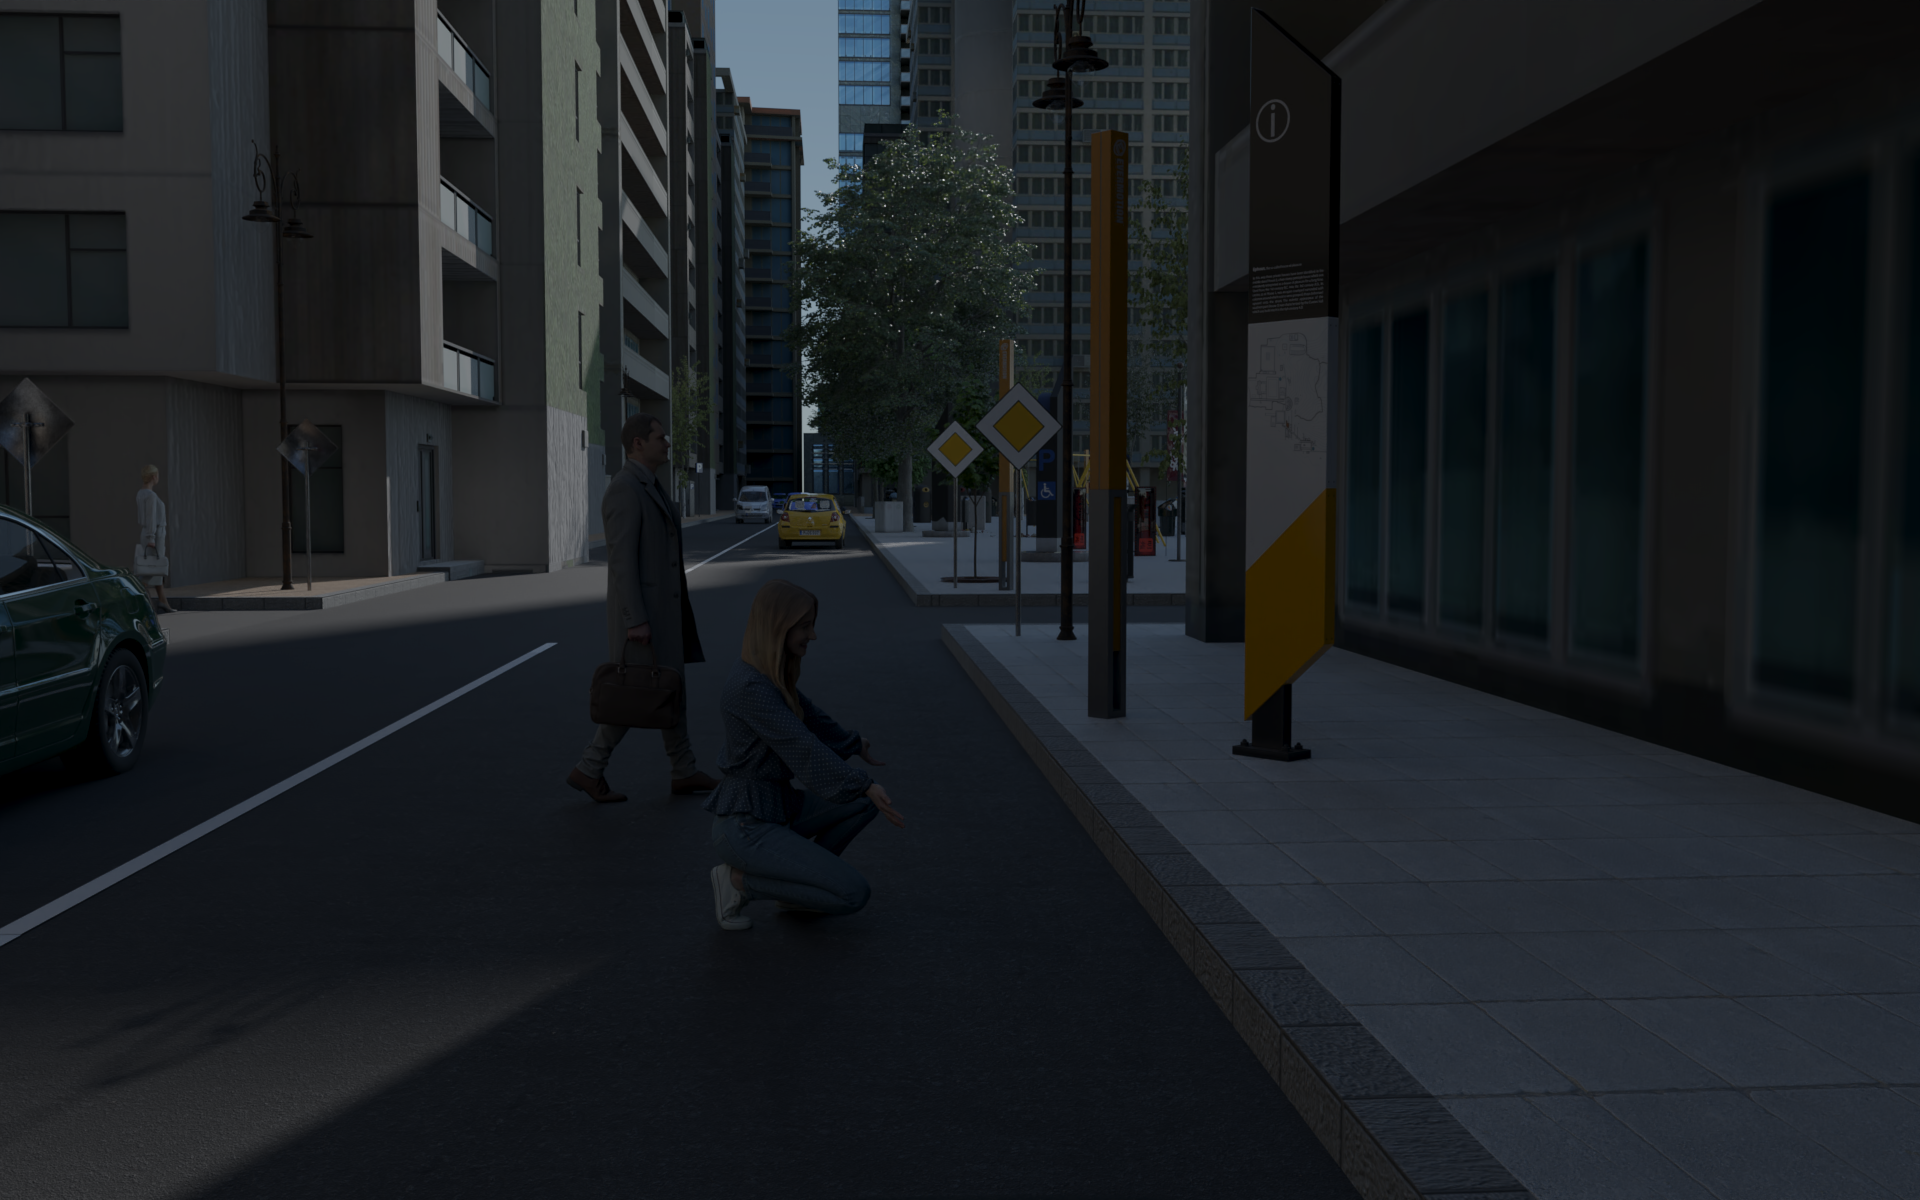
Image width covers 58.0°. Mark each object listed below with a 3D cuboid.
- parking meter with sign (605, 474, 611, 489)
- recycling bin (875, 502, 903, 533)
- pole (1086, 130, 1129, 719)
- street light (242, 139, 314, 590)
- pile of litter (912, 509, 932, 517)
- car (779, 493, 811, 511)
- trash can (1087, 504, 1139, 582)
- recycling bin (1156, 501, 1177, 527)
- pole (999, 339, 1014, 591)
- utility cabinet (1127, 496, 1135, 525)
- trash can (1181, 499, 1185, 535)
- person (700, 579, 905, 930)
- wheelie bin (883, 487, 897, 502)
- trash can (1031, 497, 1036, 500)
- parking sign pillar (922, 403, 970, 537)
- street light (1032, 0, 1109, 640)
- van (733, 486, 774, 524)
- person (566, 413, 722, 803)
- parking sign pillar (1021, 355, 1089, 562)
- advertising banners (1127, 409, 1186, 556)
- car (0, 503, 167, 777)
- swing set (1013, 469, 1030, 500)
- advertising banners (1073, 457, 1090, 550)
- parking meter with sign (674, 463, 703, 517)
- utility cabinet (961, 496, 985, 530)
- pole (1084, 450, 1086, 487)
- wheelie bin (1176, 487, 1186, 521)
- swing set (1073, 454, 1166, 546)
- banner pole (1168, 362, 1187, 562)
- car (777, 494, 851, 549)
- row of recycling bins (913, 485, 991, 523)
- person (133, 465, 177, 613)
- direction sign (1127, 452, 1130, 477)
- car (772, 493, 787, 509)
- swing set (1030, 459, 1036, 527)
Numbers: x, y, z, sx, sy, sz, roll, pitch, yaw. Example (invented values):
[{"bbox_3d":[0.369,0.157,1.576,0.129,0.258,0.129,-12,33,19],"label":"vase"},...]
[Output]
[{"bbox_3d":[-13.192,-4.137,63.907,0.543,3.016,1.738,1,4,19],"label":"parking meter with sign"},{"bbox_3d":[-2.376,-2.770,57.840,0.722,1.027,0.722,-2,4,-30],"label":"recycling bin"},{"bbox_3d":[0.846,-0.980,9.872,0.158,3.312,0.155,0,3,0],"label":"pole"},{"bbox_3d":[-9.032,-3.076,23.085,0.468,5.910,1.993,0,4,-4],"label":"street light"},{"bbox_3d":[-1.845,-5.166,98.429,1.719,0.858,1.176,3,4,36],"label":"pile of litter"},{"bbox_3d":[-7.652,-4.470,82.668,1.945,1.707,3.694,0,4,-6],"label":"car"},{"bbox_3d":[2.227,-0.829,25.206,0.748,1.137,0.748,0,3,0],"label":"trash can"},{"bbox_3d":[7.868,-3.303,66.558,0.722,1.027,0.722,2,4,30],"label":"recycling bin"},{"bbox_3d":[0.615,-1.783,22.996,0.158,3.312,0.155,0,3,0],"label":"pole"},{"bbox_3d":[4.352,-2.149,46.296,1.020,1.237,0.306,-2,4,-24],"label":"utility cabinet"},{"bbox_3d":[7.204,-2.630,54.648,0.748,1.137,0.748,0,3,0],"label":"trash can"},{"bbox_3d":[-0.478,0.497,5.880,0.738,1.151,1.012,0,4,7],"label":"person"},{"bbox_3d":[-3.153,-4.451,80.678,0.980,1.594,0.693,3,5,43],"label":"wheelie bin"},{"bbox_3d":[4.131,-5.256,97.589,0.748,1.137,0.748,0,3,0],"label":"trash can"},{"bbox_3d":[-0.414,-3.870,51.749,1.447,3.967,1.447,-1,4,-23],"label":"parking sign pillar"},{"bbox_3d":[0.940,-2.587,15.090,0.468,5.910,1.993,0,4,-4],"label":"street light"},{"bbox_3d":[-10.148,-4.791,85.338,2.013,2.044,4.112,0,4,-4],"label":"van"},{"bbox_3d":[-1.452,0.029,8.131,0.767,1.812,0.694,0,4,-1],"label":"person"},{"bbox_3d":[1.810,-2.727,33.064,1.447,3.967,1.447,1,4,17],"label":"parking sign pillar"},{"bbox_3d":[3.795,-2.416,35.684,2.074,3.025,0.090,-1,4,-20],"label":"advertising banners"},{"bbox_3d":[-5.084,0.265,7.459,2.131,1.459,4.920,0,4,-4],"label":"car"},{"bbox_3d":[3.633,-4.916,77.999,3.119,2.851,2.862,3,4,37],"label":"swing set"},{"bbox_3d":[2.723,-2.683,40.055,2.074,3.025,0.090,-3,5,-40],"label":"advertising banners"},{"bbox_3d":[-15.310,-6.183,97.360,1.738,3.016,0.543,2,4,32],"label":"parking meter with sign"},{"bbox_3d":[0.392,-3.118,62.144,1.020,1.237,0.306,0,4,7],"label":"utility cabinet"},{"bbox_3d":[5.815,-5.260,79.844,0.158,3.312,0.155,0,3,0],"label":"pole"},{"bbox_3d":[10.172,-4.271,77.734,0.980,1.594,0.693,1,4,9],"label":"wheelie bin"},{"bbox_3d":[3.714,-2.821,43.751,2.862,2.851,3.119,0,4,3],"label":"swing set"},{"bbox_3d":[4.303,-2.636,33.118,0.401,3.779,0.863,2,4,34],"label":"banner pole"},{"bbox_3d":[-3.951,-2.222,46.549,2.015,1.641,3.980,0,4,-3],"label":"car"},{"bbox_3d":[-0.355,-4.288,77.214,3.534,1.692,1.069,0,4,2],"label":"row of recycling bins"},{"bbox_3d":[-9.698,-0.723,20.672,0.624,1.780,0.694,-2,4,-29],"label":"person"},{"bbox_3d":[9.022,-6.232,93.892,0.379,3.537,0.876,-1,4,-19],"label":"direction sign"},{"bbox_3d":[-16.820,-9.296,161.581,1.945,1.707,3.694,0,4,-4],"label":"car"},{"bbox_3d":[4.898,-4.342,68.608,2.862,2.851,3.119,2,4,31],"label":"swing set"}]
